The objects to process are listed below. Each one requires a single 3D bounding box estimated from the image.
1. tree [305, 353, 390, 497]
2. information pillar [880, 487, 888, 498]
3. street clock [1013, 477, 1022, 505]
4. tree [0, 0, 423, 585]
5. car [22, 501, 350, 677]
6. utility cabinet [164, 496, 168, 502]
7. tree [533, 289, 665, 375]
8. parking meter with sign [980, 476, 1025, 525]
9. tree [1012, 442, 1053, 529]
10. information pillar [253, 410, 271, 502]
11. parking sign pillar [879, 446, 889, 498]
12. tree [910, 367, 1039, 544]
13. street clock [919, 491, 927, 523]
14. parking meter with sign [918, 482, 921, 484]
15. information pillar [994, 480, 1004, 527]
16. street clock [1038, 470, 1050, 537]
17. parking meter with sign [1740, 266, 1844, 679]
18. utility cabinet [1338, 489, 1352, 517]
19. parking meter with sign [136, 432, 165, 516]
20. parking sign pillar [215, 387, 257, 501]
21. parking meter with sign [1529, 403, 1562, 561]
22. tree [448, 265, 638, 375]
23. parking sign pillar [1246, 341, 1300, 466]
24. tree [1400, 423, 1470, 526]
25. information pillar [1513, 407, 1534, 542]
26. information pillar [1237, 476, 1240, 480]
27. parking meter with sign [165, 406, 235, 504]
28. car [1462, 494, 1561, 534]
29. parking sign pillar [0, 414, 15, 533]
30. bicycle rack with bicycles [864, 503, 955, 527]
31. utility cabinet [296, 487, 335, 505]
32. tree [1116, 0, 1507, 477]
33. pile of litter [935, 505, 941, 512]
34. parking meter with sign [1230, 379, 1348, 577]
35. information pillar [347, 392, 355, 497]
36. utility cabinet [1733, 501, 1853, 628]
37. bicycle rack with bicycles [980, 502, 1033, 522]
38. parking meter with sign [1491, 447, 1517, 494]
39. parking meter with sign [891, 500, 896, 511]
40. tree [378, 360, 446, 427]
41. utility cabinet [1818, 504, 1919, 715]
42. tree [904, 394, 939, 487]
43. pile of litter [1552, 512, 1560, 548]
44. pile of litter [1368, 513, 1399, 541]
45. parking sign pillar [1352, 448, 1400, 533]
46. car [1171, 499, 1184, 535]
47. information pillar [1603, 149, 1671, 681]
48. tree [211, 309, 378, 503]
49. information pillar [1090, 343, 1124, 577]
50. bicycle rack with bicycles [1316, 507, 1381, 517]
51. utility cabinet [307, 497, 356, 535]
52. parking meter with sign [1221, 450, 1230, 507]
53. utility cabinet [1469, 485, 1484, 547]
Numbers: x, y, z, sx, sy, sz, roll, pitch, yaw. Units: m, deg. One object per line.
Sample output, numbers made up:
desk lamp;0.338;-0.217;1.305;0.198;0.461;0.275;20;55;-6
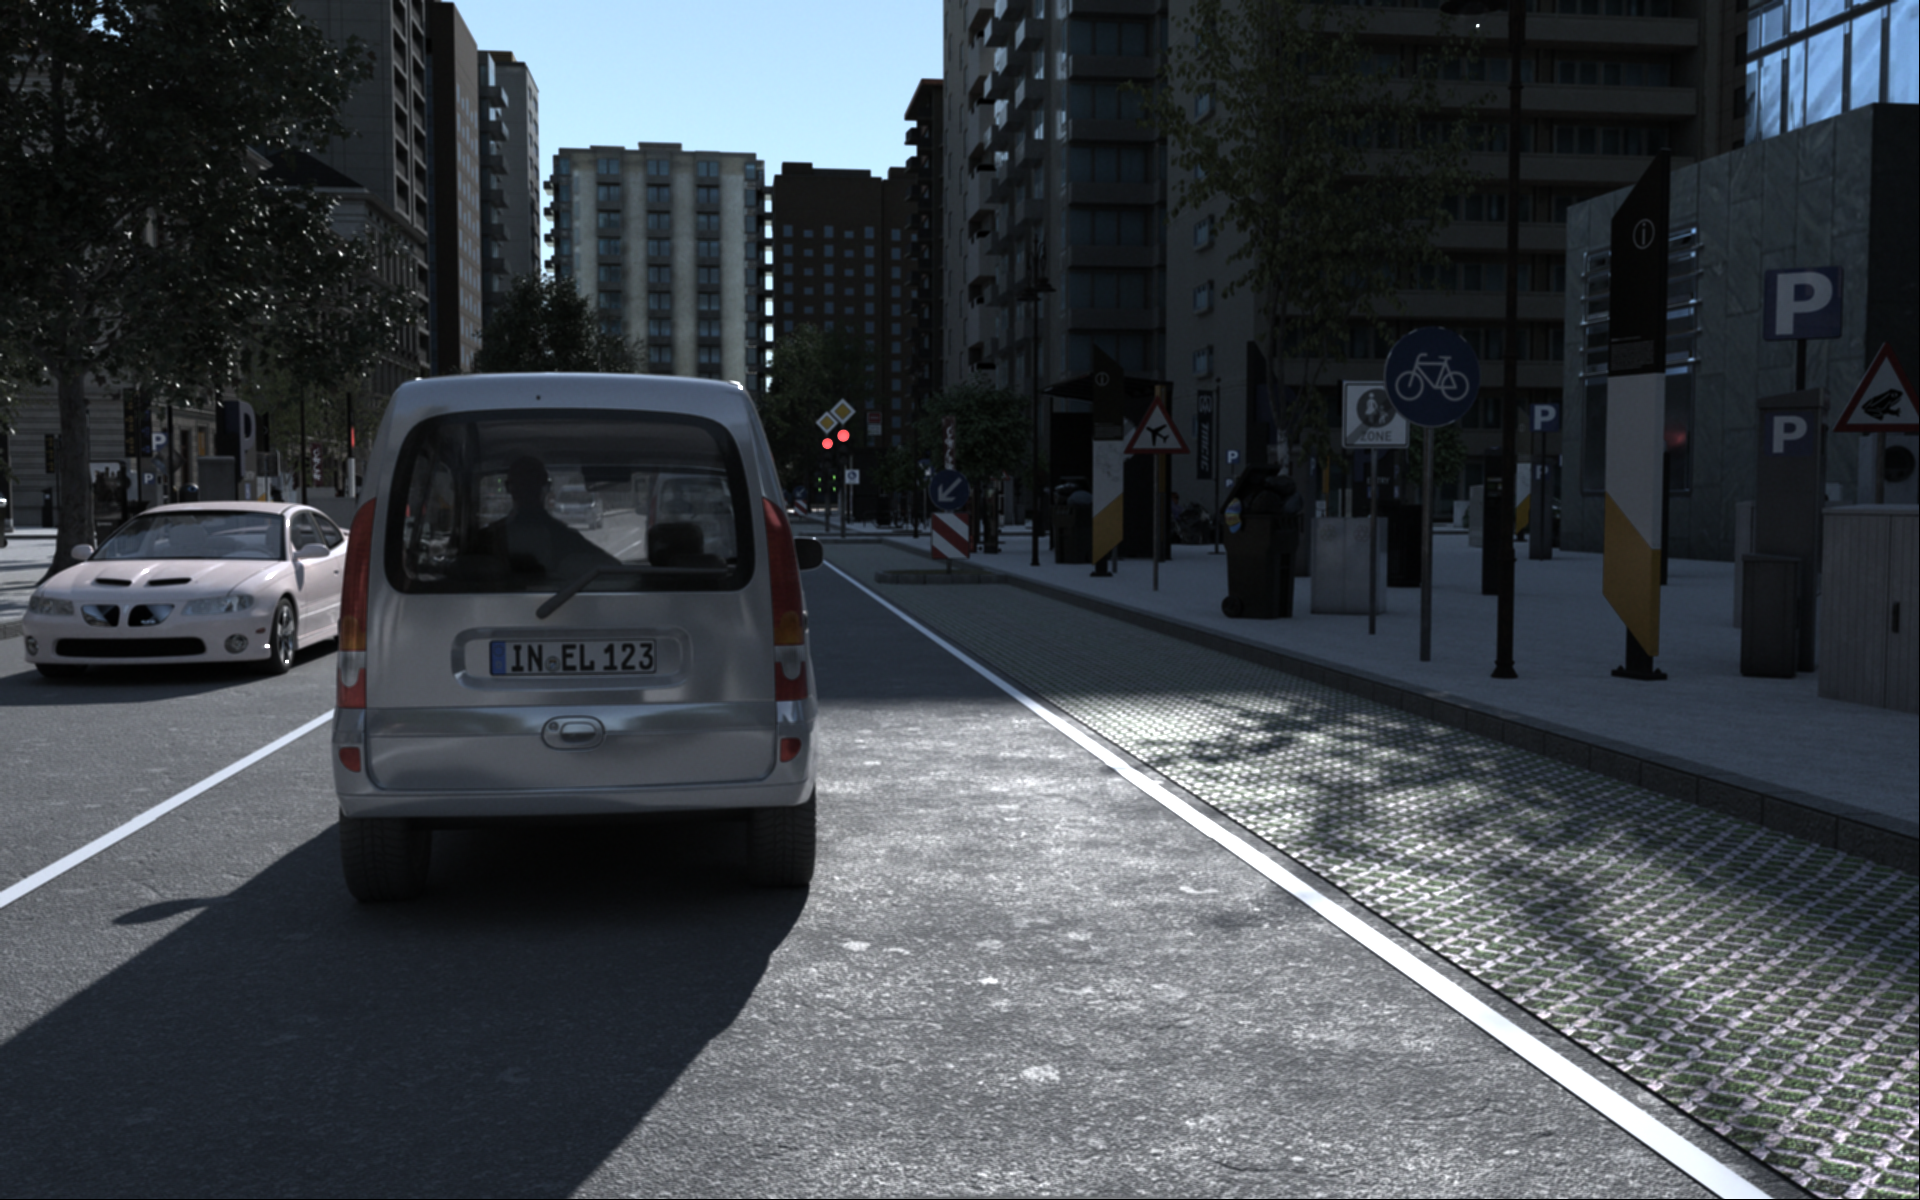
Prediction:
tree;-29.414;-8.108;82.930;4.360;8.622;3.978;0;3;0
information pillar;-3.836;-5.053;87.115;0.304;2.012;0.304;2;4;35
street clock;2.467;-4.256;74.157;0.358;2.002;0.471;2;4;25
tree;-12.704;-6.581;24.605;9.611;12.733;9.660;0;3;0
car;-6.454;-0.170;15.147;2.083;1.381;4.827;0;4;-7
utility cabinet;-27.513;-2.956;59.495;0.306;1.237;1.020;1;4;19
tree;-22.261;-11.800;103.296;12.009;13.543;11.850;0;3;0
parking meter with sign;1.832;-4.570;70.975;1.738;3.016;0.543;-2;4;-28
tree;3.005;-4.248;64.050;1.663;3.219;1.824;0;3;0
information pillar;-19.574;-3.497;48.533;0.504;3.616;0.183;-2;4;-26
parking sign pillar;-4.684;-6.693;97.904;1.447;3.967;1.447;-1;4;-18
tree;0.393;-3.750;45.026;4.285;4.588;4.351;0;3;0
street clock;-1.633;-4.450;77.323;0.358;2.002;0.471;0;4;-5
parking meter with sign;-2.286;-6.372;100.441;0.543;3.016;1.738;0;4;6
information pillar;1.516;-3.830;67.110;0.304;2.012;0.304;2;4;34
street clock;2.438;-2.894;51.888;0.471;2.002;0.358;2;4;27
parking meter with sign;6.088;-1.007;12.728;0.543;3.016;1.738;2;4;30
utility cabinet;16.175;-3.911;72.624;0.318;1.500;1.173;2;4;26
parking meter with sign;-22.395;-3.162;47.961;0.543;3.016;1.738;-1;4;-10
parking sign pillar;-15.245;-2.939;36.525;1.447;3.967;1.447;0;4;-5
parking meter with sign;11.482;-2.315;34.106;0.543;3.016;1.738;1;4;19
tree;-20.912;-10.391;86.904;9.611;12.733;9.660;0;3;0
parking sign pillar;5.606;-2.602;31.008;1.447;3.967;1.447;3;4;37
tree;18.862;-5.259;69.699;4.285;4.588;4.351;0;3;0
information pillar;15.147;-3.372;46.487;0.183;3.616;0.504;-2;4;-32
information pillar;11.153;-3.970;69.393;0.304;2.012;0.304;2;4;34
parking meter with sign;-14.792;-2.338;34.482;1.738;3.016;0.543;-2;4;-25
car;19.466;-2.854;58.454;4.920;1.459;2.131;0;4;-8
parking sign pillar;-32.119;-4.206;57.237;1.447;3.967;1.447;-1;4;-20
bicycle rack with bicycles;-2.273;-3.308;67.467;2.852;0.926;2.925;3;5;44
utility cabinet;-21.045;-2.931;56.608;1.173;1.500;0.318;-2;4;-30
tree;4.019;-4.265;20.092;4.737;8.622;4.395;0;3;0
pile of litter;-0.745;-4.183;82.355;1.176;0.858;1.719;2;4;34
parking meter with sign;5.173;-1.881;27.014;1.738;3.016;0.543;2;4;29
information pillar;-14.067;-2.978;40.043;0.183;3.616;0.504;-1;4;-12
utility cabinet;7.960;-0.331;16.577;1.020;1.237;0.306;0;4;-6
bicycle rack with bicycles;2.078;-3.980;78.455;2.852;0.926;2.925;3;5;39
parking meter with sign;20.631;-4.173;64.490;1.738;3.016;0.543;-1;4;-18
parking meter with sign;-5.737;-8.395;133.520;1.738;3.016;0.543;1;4;18
tree;-29.964;-8.850;95.059;4.737;8.622;4.395;0;3;0
utility cabinet;5.639;0.043;10.455;0.306;1.237;1.020;-1;4;-9
tree;-2.340;-10.881;128.269;4.737;8.622;4.395;0;3;0
pile of litter;14.595;-1.691;41.618;1.176;0.858;1.719;0;4;3
pile of litter;9.876;-1.603;40.178;1.176;0.858;1.719;3;5;43
parking sign pillar;12.123;-3.793;50.482;1.447;3.967;1.447;3;4;37
car;5.334;-2.620;55.423;3.894;1.354;1.945;-1;4;-8
information pillar;4.710;-1.266;12.056;0.183;3.616;0.504;-1;4;-21
tree;-24.395;-6.840;62.196;4.737;8.622;4.395;0;3;0
information pillar;2.284;-2.172;26.867;0.504;3.616;0.183;0;4;8
bicycle rack with bicycles;10.807;-2.095;47.641;2.852;0.926;2.925;2;4;30
utility cabinet;-13.526;-1.594;37.224;1.020;1.237;0.306;-2;4;-34
parking meter with sign;10.538;-4.367;67.666;0.543;3.016;1.738;1;4;17
utility cabinet;12.652;-2.024;41.774;0.318;1.500;1.173;0;4;-7
